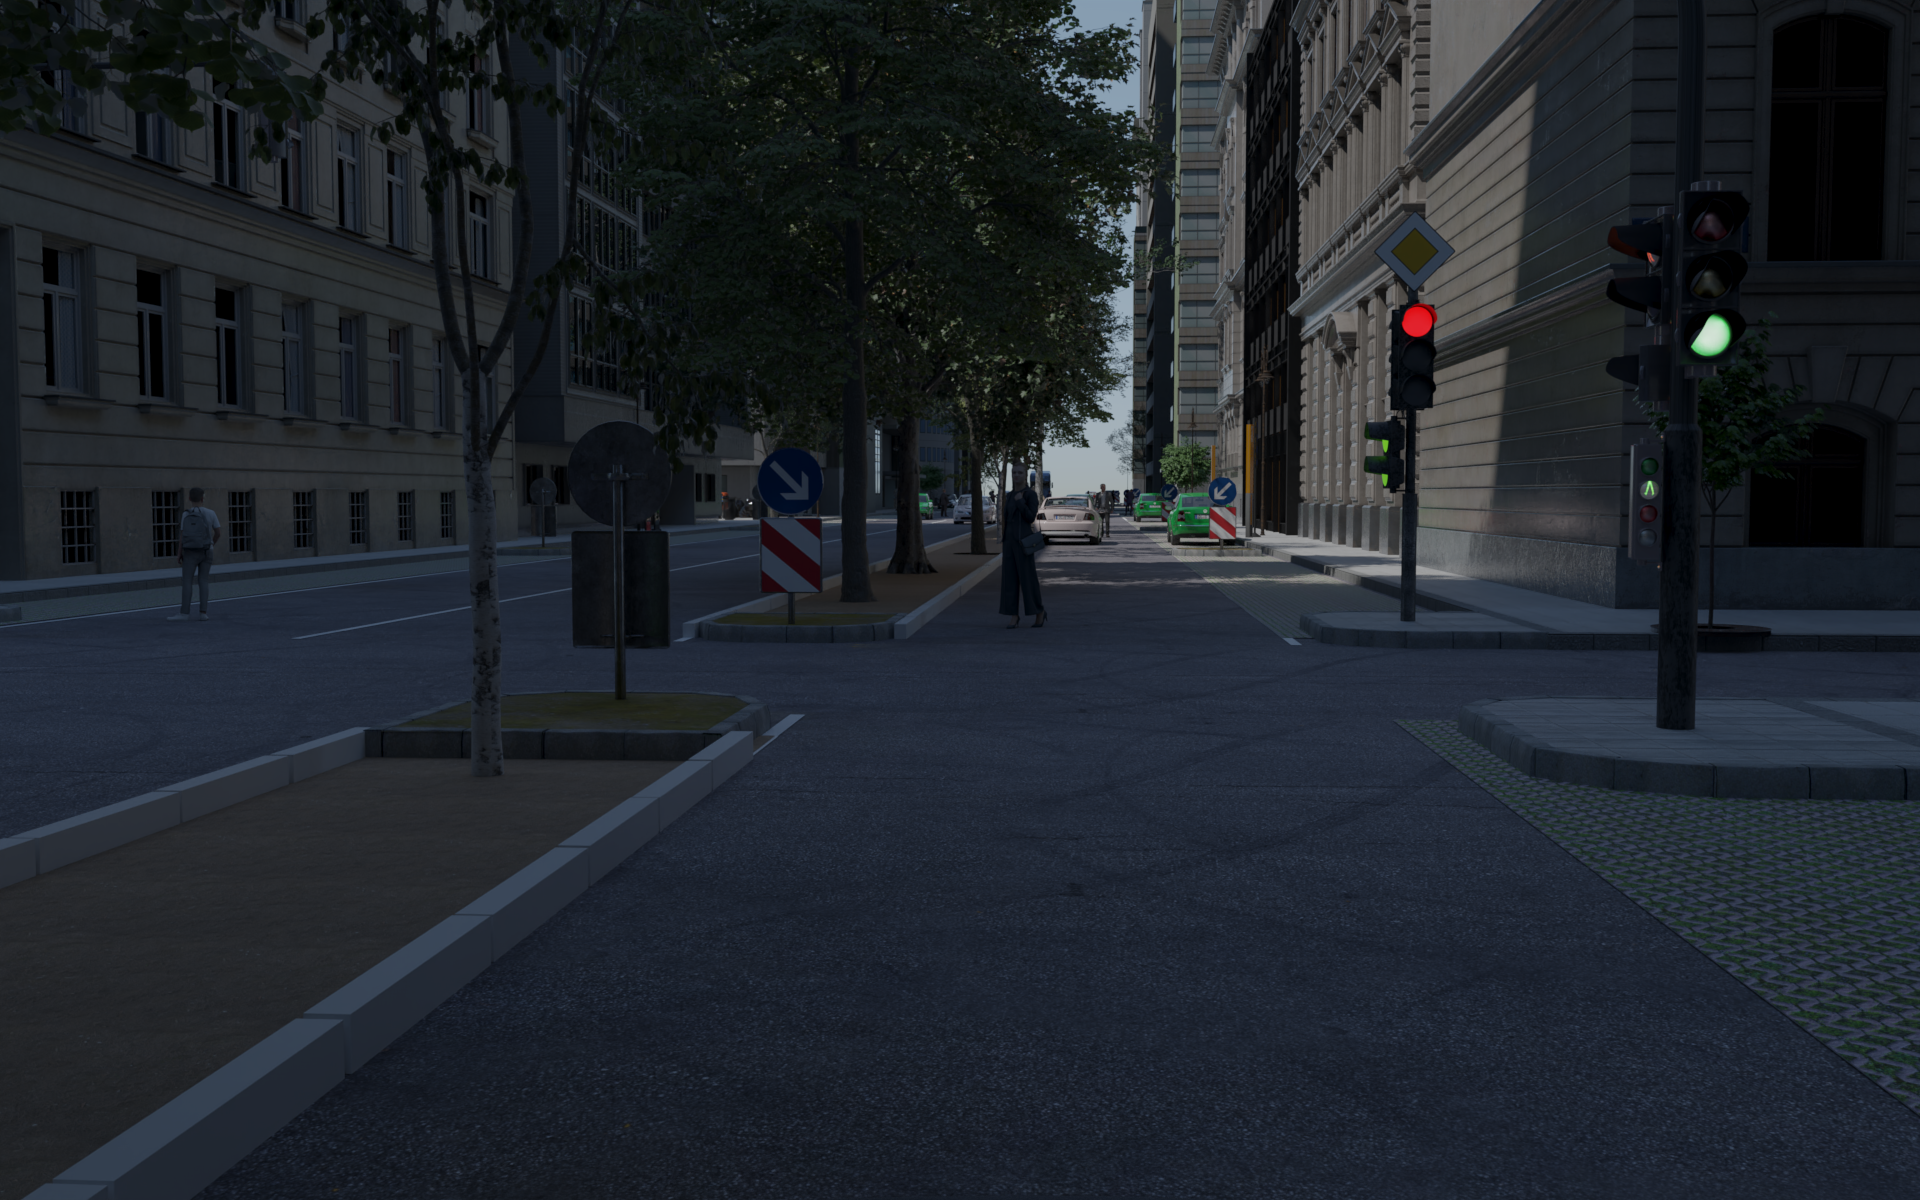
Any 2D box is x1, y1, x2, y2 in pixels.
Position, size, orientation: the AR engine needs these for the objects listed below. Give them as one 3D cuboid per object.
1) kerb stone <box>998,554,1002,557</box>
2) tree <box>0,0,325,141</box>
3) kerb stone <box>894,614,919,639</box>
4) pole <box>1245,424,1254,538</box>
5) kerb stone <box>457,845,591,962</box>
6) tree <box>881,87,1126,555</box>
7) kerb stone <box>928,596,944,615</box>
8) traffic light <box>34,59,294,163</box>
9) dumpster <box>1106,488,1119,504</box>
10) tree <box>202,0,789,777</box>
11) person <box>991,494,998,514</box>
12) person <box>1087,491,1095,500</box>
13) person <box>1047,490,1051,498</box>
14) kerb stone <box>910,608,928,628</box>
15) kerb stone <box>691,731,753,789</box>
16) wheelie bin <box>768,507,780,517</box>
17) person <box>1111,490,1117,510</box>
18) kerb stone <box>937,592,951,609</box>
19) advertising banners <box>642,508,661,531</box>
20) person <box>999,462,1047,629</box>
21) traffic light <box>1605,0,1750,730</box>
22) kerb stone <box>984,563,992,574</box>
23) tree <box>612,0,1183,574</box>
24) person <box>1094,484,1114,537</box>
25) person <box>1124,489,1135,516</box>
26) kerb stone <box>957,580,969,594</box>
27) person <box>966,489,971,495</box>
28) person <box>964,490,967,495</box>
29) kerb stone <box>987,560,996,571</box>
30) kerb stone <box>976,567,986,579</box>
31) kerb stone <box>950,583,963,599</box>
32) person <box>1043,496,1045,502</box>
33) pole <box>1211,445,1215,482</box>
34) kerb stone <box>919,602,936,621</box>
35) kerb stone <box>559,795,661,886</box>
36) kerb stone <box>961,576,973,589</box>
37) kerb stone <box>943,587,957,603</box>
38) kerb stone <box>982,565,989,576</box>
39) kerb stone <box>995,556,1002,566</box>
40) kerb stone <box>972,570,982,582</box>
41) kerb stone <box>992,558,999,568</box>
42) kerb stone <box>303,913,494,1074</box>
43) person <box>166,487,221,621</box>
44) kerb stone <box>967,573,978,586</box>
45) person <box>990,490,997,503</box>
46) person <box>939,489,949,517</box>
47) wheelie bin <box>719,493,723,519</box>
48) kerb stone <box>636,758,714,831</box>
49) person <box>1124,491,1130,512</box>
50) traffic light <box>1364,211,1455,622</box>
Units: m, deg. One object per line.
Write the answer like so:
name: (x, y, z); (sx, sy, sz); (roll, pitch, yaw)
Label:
kerb stone: (0.762, -0.778, 34.964); (0.120, 0.150, 1.000); (0, 4, 4)
tree: (-2.686, -4.990, 2.165); (7.486, 12.596, 7.792); (0, 3, 0)
kerb stone: (-0.553, 0.282, 17.610); (0.120, 0.150, 1.000); (0, 4, 4)
pole: (8.508, -3.488, 50.865); (0.158, 3.312, 0.155); (0, 3, 0)
kerb stone: (-1.449, 1.006, 5.800); (0.120, 0.150, 1.000); (0, 4, 4)
tree: (0.332, -6.872, 40.563); (9.928, 11.665, 9.643); (0, 3, 0)
kerb stone: (-0.325, 0.093, 20.672); (0.120, 0.150, 1.000); (0, 4, 4)
traffic light: (-9.518, -2.678, 18.455); (4.771, 5.953, 1.251); (0, 4, 4)
dumpster: (21.867, -14.881, 248.252); (1.985, 2.255, 1.502); (0, 4, 5)
tree: (-2.401, -3.393, 8.292); (4.360, 8.622, 3.978); (0, 3, 0)
person: (2.794, -7.006, 123.763); (1.217, 1.743, 0.721); (1, 4, 11)
person: (11.080, -8.540, 148.843); (1.217, 1.735, 0.721); (-2, 4, -28)
person: (6.471, -7.128, 125.955); (0.530, 1.710, 0.541); (0, 4, -4)
kerb stone: (-0.479, 0.218, 18.629); (0.120, 0.150, 1.000); (0, 4, 4)
kerb stone: (-1.216, 0.815, 8.869); (0.120, 0.150, 1.000); (0, 4, 4)
wheelie bin: (-9.967, -5.102, 91.324); (0.693, 1.594, 0.980); (2, 4, 34)
person: (13.505, -8.793, 152.276); (0.705, 1.822, 1.348); (-1, 4, -16)
kerb stone: (-0.247, 0.031, 21.692); (0.120, 0.150, 1.000); (0, 4, 4)
advertising banners: (-10.232, -3.706, 56.776); (0.090, 3.025, 2.074); (1, 4, 12)
person: (0.652, -0.589, 18.557); (0.576, 1.772, 0.534); (2, 4, 29)
traffic light: (1.811, -2.126, 9.433); (4.771, 5.953, 1.251); (0, 4, 4)
kerb stone: (0.445, -0.518, 30.877); (0.120, 0.150, 1.000); (0, 4, 4)
tree: (-0.913, -6.806, 30.745); (9.611, 12.733, 9.660); (0, 3, 0)
person: (4.723, -2.932, 56.837); (0.661, 1.777, 0.834); (0, 4, -1)
person: (11.048, -6.371, 113.118); (0.683, 1.767, 0.568); (0, 4, -2)
kerb stone: (-0.007, -0.156, 24.752); (0.120, 0.150, 1.000); (0, 4, 4)
person: (0.769, -8.119, 141.332); (1.350, 1.814, 0.705); (-2, 4, -34)
person: (0.620, -8.406, 146.653); (0.721, 1.743, 1.217); (1, 4, 18)
kerb stone: (0.528, -0.594, 31.900); (0.120, 0.150, 1.000); (0, 4, 4)
kerb stone: (0.295, -0.404, 28.838); (0.120, 0.150, 1.000); (0, 4, 4)
kerb stone: (-0.095, -0.094, 23.734); (0.120, 0.150, 1.000); (0, 4, 4)
person: (4.533, -5.599, 100.056); (0.705, 1.823, 1.348); (-3, 4, -36)
pole: (10.601, -4.812, 72.518); (0.158, 3.312, 0.155); (0, 3, 0)
kerb stone: (-0.403, 0.156, 19.648); (0.120, 0.150, 1.000); (0, 4, 4)
kerb stone: (-1.371, 0.940, 6.822); (0.120, 0.150, 1.000); (0, 4, 4)
kerb stone: (0.061, -0.219, 25.772); (0.120, 0.150, 1.000); (0, 4, 4)
kerb stone: (-0.169, -0.032, 22.711); (0.120, 0.150, 1.000); (0, 4, 4)
kerb stone: (0.371, -0.469, 29.857); (0.120, 0.150, 1.000); (0, 4, 4)
kerb stone: (0.679, -0.716, 33.945); (0.120, 0.150, 1.000); (0, 4, 4)
kerb stone: (0.216, -0.343, 27.810); (0.120, 0.150, 1.000); (0, 4, 4)
kerb stone: (0.607, -0.655, 32.926); (0.120, 0.150, 1.000); (0, 4, 4)
kerb stone: (-1.525, 1.065, 4.776); (0.120, 0.150, 1.000); (0, 4, 4)
person: (-8.671, -0.521, 19.617); (0.523, 1.515, 0.503); (1, 4, 14)
kerb stone: (0.139, -0.281, 26.791); (0.120, 0.150, 1.000); (0, 4, 4)
person: (2.725, -7.863, 137.776); (0.721, 1.736, 1.217); (-2, 4, -29)
person: (-0.978, -6.151, 109.625); (0.434, 1.755, 0.990); (-3, 4, -37)
wheelie bin: (-12.594, -4.970, 89.175); (0.980, 1.594, 0.693); (1, 4, 10)
kerb stone: (-1.294, 0.881, 7.847); (0.120, 0.150, 1.000); (0, 4, 4)
person: (13.590, -7.962, 139.508); (0.721, 1.723, 1.217); (-2, 4, -35)
traffic light: (4.506, -1.741, 17.379); (0.839, 4.253, 0.868); (0, 4, 4)
